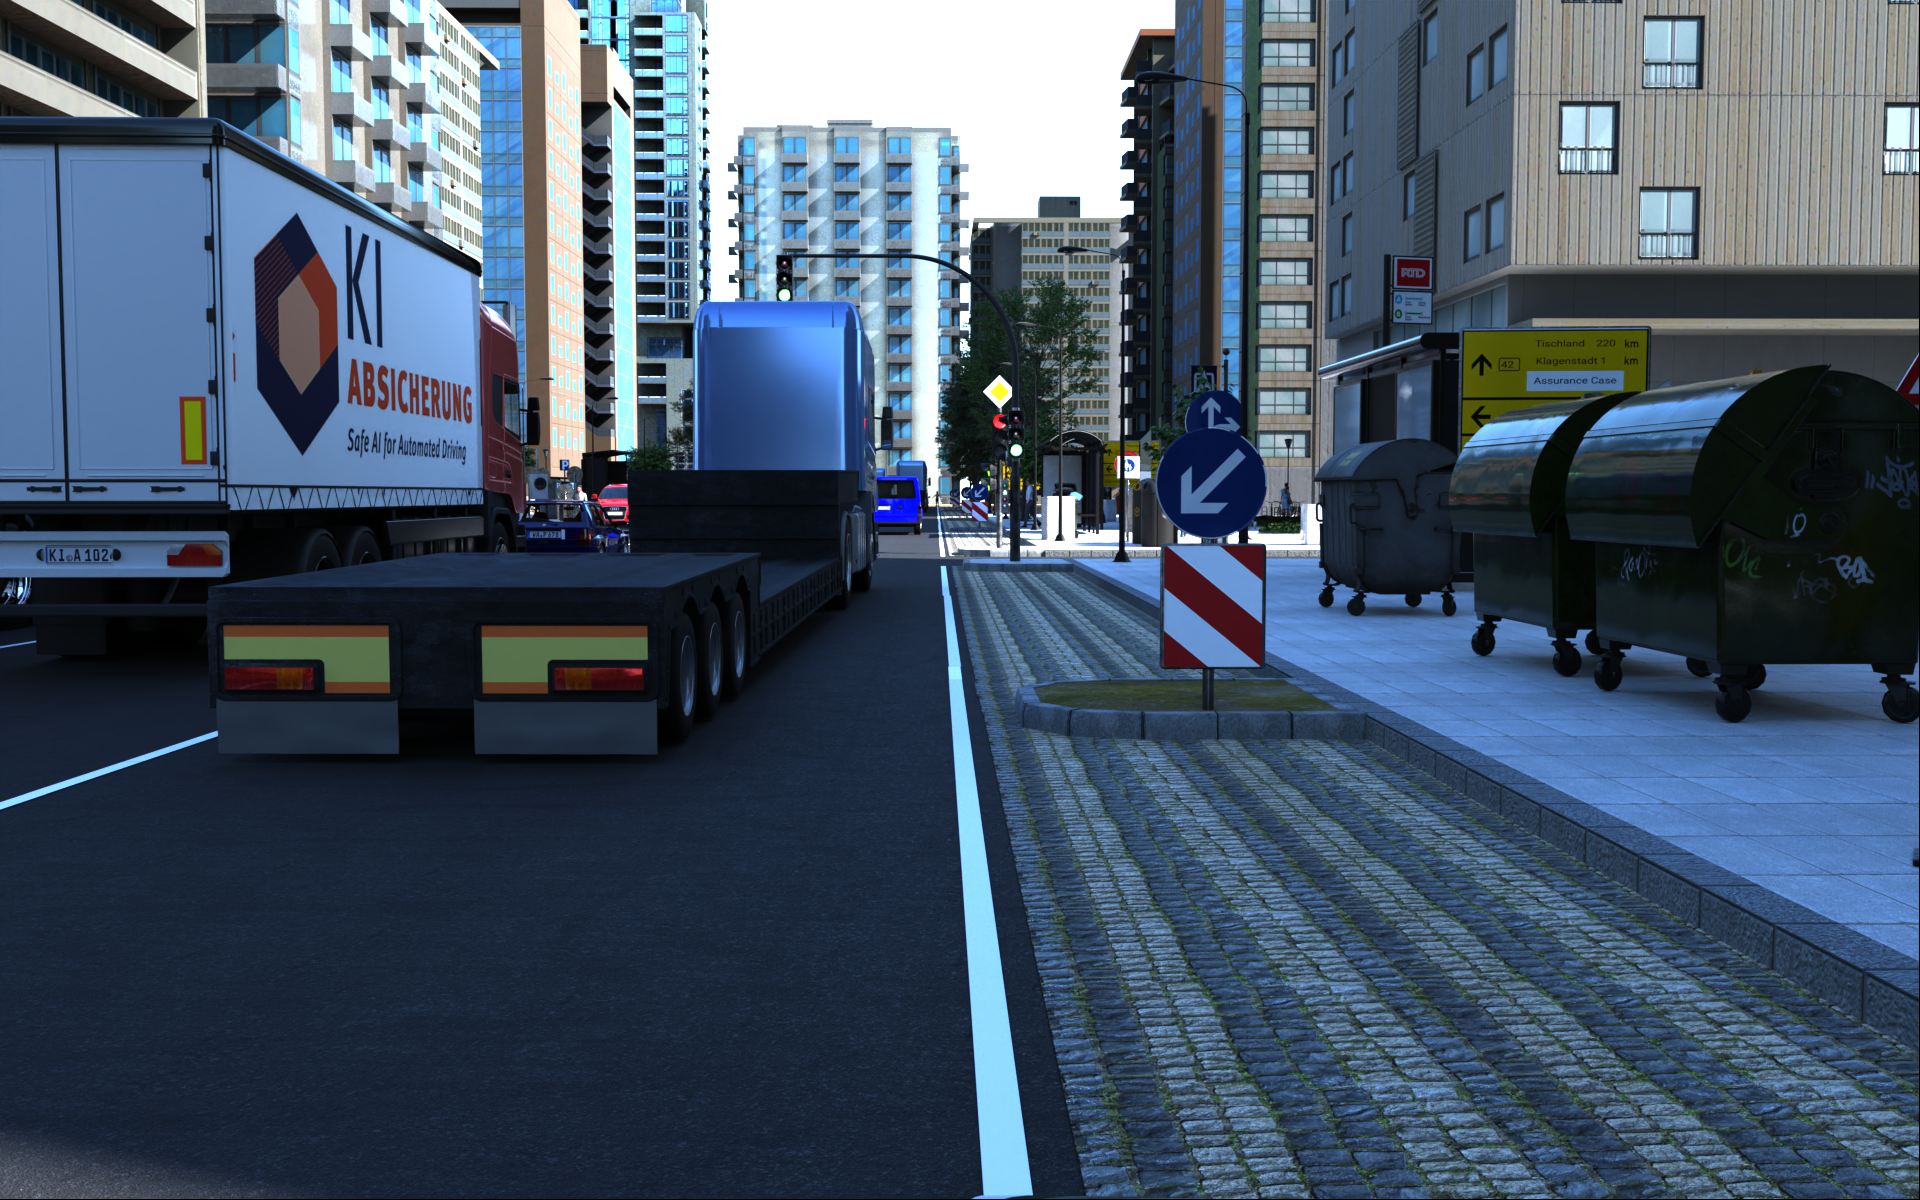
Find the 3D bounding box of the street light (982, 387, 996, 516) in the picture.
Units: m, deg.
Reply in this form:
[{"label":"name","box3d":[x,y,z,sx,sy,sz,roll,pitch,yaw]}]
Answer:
[{"label":"street light","box3d":[1.811,-6.261,74.907,1.470,5.913,1.316,0,4,-1]}]

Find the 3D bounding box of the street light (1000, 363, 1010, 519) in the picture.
[{"label":"street light","box3d":[2.124,-5.431,61.341,1.470,5.913,1.316,0,4,-1]}]

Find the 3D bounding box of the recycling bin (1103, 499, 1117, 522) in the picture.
[{"label":"recycling bin","box3d":[6.817,-4.174,80.806,0.722,1.027,0.722,3,5,45]}]

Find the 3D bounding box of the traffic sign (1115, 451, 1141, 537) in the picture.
[{"label":"traffic sign","box3d":[4.948,-3.125,51.195,0.768,2.556,0.104,0,4,6]}]

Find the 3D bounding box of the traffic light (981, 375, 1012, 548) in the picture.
[{"label":"traffic light","box3d":[0.917,-3.184,40.975,0.839,4.253,0.868,0,4,-1]}]

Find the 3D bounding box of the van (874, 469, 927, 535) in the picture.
[{"label":"van","box3d":[-2.330,-3.572,62.792,2.240,2.365,5.245,0,4,-1]}]

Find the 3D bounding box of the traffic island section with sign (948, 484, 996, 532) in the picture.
[{"label":"traffic island section with sign","box3d":[0.625,-3.508,65.976,1.989,1.847,2.006,0,4,-1]}]

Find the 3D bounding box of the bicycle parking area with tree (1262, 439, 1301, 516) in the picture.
[{"label":"bicycle parking area with tree","box3d":[14.486,-6.310,90.170,8.231,4.147,9.016,1,4,15]}]

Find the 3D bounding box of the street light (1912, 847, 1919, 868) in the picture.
[{"label":"street light","box3d":[2.926,-2.036,5.828,1.470,5.913,1.316,0,4,-1]}]

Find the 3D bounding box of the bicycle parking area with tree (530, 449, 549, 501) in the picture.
[{"label":"bicycle parking area with tree","box3d":[-26.823,-7.439,108.635,9.016,4.147,8.231,1,4,22]}]

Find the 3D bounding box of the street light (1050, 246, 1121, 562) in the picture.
[{"label":"street light","box3d":[2.522,-3.673,32.598,1.470,5.913,1.316,0,4,-1]}]

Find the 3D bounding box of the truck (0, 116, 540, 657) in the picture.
[{"label":"truck","box3d":[-6.867,-1.810,18.500,2.839,4.237,11.283,0,4,-2]}]

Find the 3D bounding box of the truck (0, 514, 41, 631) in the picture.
[{"label":"truck","box3d":[-11.264,-1.219,15.848,3.469,3.379,9.791,0,4,1]}]

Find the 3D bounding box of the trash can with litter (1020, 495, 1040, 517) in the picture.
[{"label":"trash can with litter","box3d":[3.664,-5.379,98.997,1.678,1.210,2.233,-2,4,-27]}]

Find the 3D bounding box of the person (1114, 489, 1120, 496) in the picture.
[{"label":"person","box3d":[17.035,-10.953,185.257,1.348,1.807,0.705,2,4,25]}]

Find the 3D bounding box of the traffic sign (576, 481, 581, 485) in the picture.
[{"label":"traffic sign","box3d":[-21.656,-6.040,98.865,0.768,2.556,0.104,0,4,5]}]

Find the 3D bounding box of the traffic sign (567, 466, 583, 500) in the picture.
[{"label":"traffic sign","box3d":[-17.558,-4.822,78.944,0.768,2.556,0.104,0,4,6]}]

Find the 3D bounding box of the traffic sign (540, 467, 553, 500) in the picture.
[{"label":"traffic sign","box3d":[-19.996,-5.085,83.148,0.884,2.594,0.081,0,4,4]}]

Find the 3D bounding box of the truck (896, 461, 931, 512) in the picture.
[{"label":"truck","box3d":[-4.040,-8.786,133.417,2.967,4.110,18.799,0,4,1]}]

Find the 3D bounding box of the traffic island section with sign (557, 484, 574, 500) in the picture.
[{"label":"traffic island section with sign","box3d":[-14.997,-3.485,65.607,1.989,1.847,2.006,0,4,-1]}]

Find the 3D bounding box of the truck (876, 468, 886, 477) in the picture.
[{"label":"truck","box3d":[-8.645,-11.327,174.947,2.967,4.110,18.799,0,4,-3]}]

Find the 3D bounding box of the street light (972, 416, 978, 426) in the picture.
[{"label":"street light","box3d":[1.519,-7.921,102.049,1.470,5.913,1.316,0,4,-1]}]

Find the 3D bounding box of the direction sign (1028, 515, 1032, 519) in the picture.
[{"label":"direction sign","box3d":[3.486,-5.866,87.903,0.876,3.537,0.379,3,4,38]}]

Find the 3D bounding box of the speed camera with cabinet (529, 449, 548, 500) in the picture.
[{"label":"speed camera with cabinet","box3d":[-18.891,-4.925,74.858,2.038,3.252,0.660,-2,4,-29]}]

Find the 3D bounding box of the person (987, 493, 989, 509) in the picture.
[{"label":"person","box3d":[2.616,-9.016,153.543,0.705,1.814,1.350,0,4,-5]}]

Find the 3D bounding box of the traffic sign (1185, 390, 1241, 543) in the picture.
[{"label":"traffic sign","box3d":[3.146,-1.301,21.370,0.768,2.556,0.104,0,4,1]}]

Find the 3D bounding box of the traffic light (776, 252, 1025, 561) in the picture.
[{"label":"traffic light","box3d":[-1.064,-3.557,32.821,4.771,5.953,1.251,0,4,-1]}]

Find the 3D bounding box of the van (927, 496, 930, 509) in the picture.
[{"label":"van","box3d":[-3.840,-9.707,165.727,2.013,2.044,4.112,0,4,0]}]

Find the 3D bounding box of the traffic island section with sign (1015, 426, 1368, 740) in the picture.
[{"label":"traffic island section with sign","box3d":[1.365,-0.144,10.981,1.989,1.847,2.006,0,4,-1]}]

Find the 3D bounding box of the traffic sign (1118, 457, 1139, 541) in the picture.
[{"label":"traffic sign","box3d":[4.572,-2.752,47.124,0.606,2.300,0.079,0,4,6]}]

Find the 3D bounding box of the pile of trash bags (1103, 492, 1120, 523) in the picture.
[{"label":"pile of trash bags","box3d":[5.964,-4.155,77.684,3.447,1.369,1.912,-1,4,-20]}]

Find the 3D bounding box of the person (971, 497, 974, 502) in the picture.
[{"label":"person","box3d":[1.241,-9.418,159.898,0.599,1.838,0.709,3,5,44]}]

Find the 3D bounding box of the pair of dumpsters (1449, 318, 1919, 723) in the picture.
[{"label":"pair of dumpsters","box3d":[4.718,-0.561,11.671,1.574,2.255,4.437,0,4,-1]}]

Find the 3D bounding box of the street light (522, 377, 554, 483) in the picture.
[{"label":"street light","box3d":[-16.803,-5.891,68.861,1.470,5.913,1.316,0,4,-1]}]

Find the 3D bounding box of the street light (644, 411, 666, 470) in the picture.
[{"label":"street light","box3d":[-17.070,-7.595,96.725,1.470,5.913,1.316,0,4,-1]}]

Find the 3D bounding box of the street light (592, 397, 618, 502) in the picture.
[{"label":"street light","box3d":[-17.034,-6.754,82.963,1.470,5.913,1.316,0,4,-1]}]

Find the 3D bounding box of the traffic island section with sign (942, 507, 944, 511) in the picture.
[{"label":"traffic island section with sign","box3d":[-0.428,-8.232,143.221,1.989,1.847,2.006,0,4,-1]}]

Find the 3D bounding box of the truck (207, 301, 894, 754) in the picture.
[{"label":"truck","box3d":[-2.630,-1.752,18.396,2.967,4.110,18.799,0,4,1]}]

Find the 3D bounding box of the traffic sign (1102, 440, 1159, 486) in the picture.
[{"label":"traffic sign","box3d":[6.536,-4.401,65.822,2.265,3.308,0.079,1,4,9]}]

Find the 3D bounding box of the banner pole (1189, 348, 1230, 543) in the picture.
[{"label":"banner pole","box3d":[4.331,-2.428,29.715,0.863,3.779,0.401,-1,4,-12]}]

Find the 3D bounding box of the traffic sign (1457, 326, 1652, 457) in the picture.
[{"label":"traffic sign","box3d":[7.225,-1.668,21.150,2.265,3.308,0.079,0,4,5]}]

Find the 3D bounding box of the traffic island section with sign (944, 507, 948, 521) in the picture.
[{"label":"traffic island section with sign","box3d":[0.260,-5.170,93.150,1.989,1.847,2.006,0,4,-1]}]

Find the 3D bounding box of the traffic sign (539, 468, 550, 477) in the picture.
[{"label":"traffic sign","box3d":[-20.449,-5.179,84.786,0.768,2.556,0.104,0,4,7]}]

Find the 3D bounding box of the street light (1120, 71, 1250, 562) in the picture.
[{"label":"street light","box3d":[2.624,-2.854,19.211,1.470,5.913,1.316,0,4,-1]}]

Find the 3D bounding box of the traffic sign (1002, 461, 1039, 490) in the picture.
[{"label":"traffic sign","box3d":[3.585,-6.544,100.862,2.265,3.308,0.079,0,4,4]}]

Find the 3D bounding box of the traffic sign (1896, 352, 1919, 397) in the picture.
[{"label":"traffic sign","box3d":[5.999,-0.636,10.399,0.884,2.594,0.081,0,4,3]}]

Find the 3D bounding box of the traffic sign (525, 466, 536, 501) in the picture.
[{"label":"traffic sign","box3d":[-19.539,-4.796,78.527,0.768,2.556,0.104,1,4,8]}]

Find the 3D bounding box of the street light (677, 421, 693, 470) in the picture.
[{"label":"street light","box3d":[-17.398,-8.414,110.108,1.470,5.913,1.316,0,4,-1]}]

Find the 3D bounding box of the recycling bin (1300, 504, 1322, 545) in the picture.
[{"label":"recycling bin","box3d":[8.984,-1.896,43.557,0.722,1.027,0.722,0,4,1]}]

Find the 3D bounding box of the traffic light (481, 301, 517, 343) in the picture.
[{"label":"traffic light","box3d":[-12.852,-4.045,40.806,4.771,5.953,1.251,0,4,-1]}]

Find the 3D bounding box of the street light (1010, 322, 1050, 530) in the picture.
[{"label":"street light","box3d":[2.187,-4.551,46.953,1.470,5.913,1.316,0,4,-1]}]
